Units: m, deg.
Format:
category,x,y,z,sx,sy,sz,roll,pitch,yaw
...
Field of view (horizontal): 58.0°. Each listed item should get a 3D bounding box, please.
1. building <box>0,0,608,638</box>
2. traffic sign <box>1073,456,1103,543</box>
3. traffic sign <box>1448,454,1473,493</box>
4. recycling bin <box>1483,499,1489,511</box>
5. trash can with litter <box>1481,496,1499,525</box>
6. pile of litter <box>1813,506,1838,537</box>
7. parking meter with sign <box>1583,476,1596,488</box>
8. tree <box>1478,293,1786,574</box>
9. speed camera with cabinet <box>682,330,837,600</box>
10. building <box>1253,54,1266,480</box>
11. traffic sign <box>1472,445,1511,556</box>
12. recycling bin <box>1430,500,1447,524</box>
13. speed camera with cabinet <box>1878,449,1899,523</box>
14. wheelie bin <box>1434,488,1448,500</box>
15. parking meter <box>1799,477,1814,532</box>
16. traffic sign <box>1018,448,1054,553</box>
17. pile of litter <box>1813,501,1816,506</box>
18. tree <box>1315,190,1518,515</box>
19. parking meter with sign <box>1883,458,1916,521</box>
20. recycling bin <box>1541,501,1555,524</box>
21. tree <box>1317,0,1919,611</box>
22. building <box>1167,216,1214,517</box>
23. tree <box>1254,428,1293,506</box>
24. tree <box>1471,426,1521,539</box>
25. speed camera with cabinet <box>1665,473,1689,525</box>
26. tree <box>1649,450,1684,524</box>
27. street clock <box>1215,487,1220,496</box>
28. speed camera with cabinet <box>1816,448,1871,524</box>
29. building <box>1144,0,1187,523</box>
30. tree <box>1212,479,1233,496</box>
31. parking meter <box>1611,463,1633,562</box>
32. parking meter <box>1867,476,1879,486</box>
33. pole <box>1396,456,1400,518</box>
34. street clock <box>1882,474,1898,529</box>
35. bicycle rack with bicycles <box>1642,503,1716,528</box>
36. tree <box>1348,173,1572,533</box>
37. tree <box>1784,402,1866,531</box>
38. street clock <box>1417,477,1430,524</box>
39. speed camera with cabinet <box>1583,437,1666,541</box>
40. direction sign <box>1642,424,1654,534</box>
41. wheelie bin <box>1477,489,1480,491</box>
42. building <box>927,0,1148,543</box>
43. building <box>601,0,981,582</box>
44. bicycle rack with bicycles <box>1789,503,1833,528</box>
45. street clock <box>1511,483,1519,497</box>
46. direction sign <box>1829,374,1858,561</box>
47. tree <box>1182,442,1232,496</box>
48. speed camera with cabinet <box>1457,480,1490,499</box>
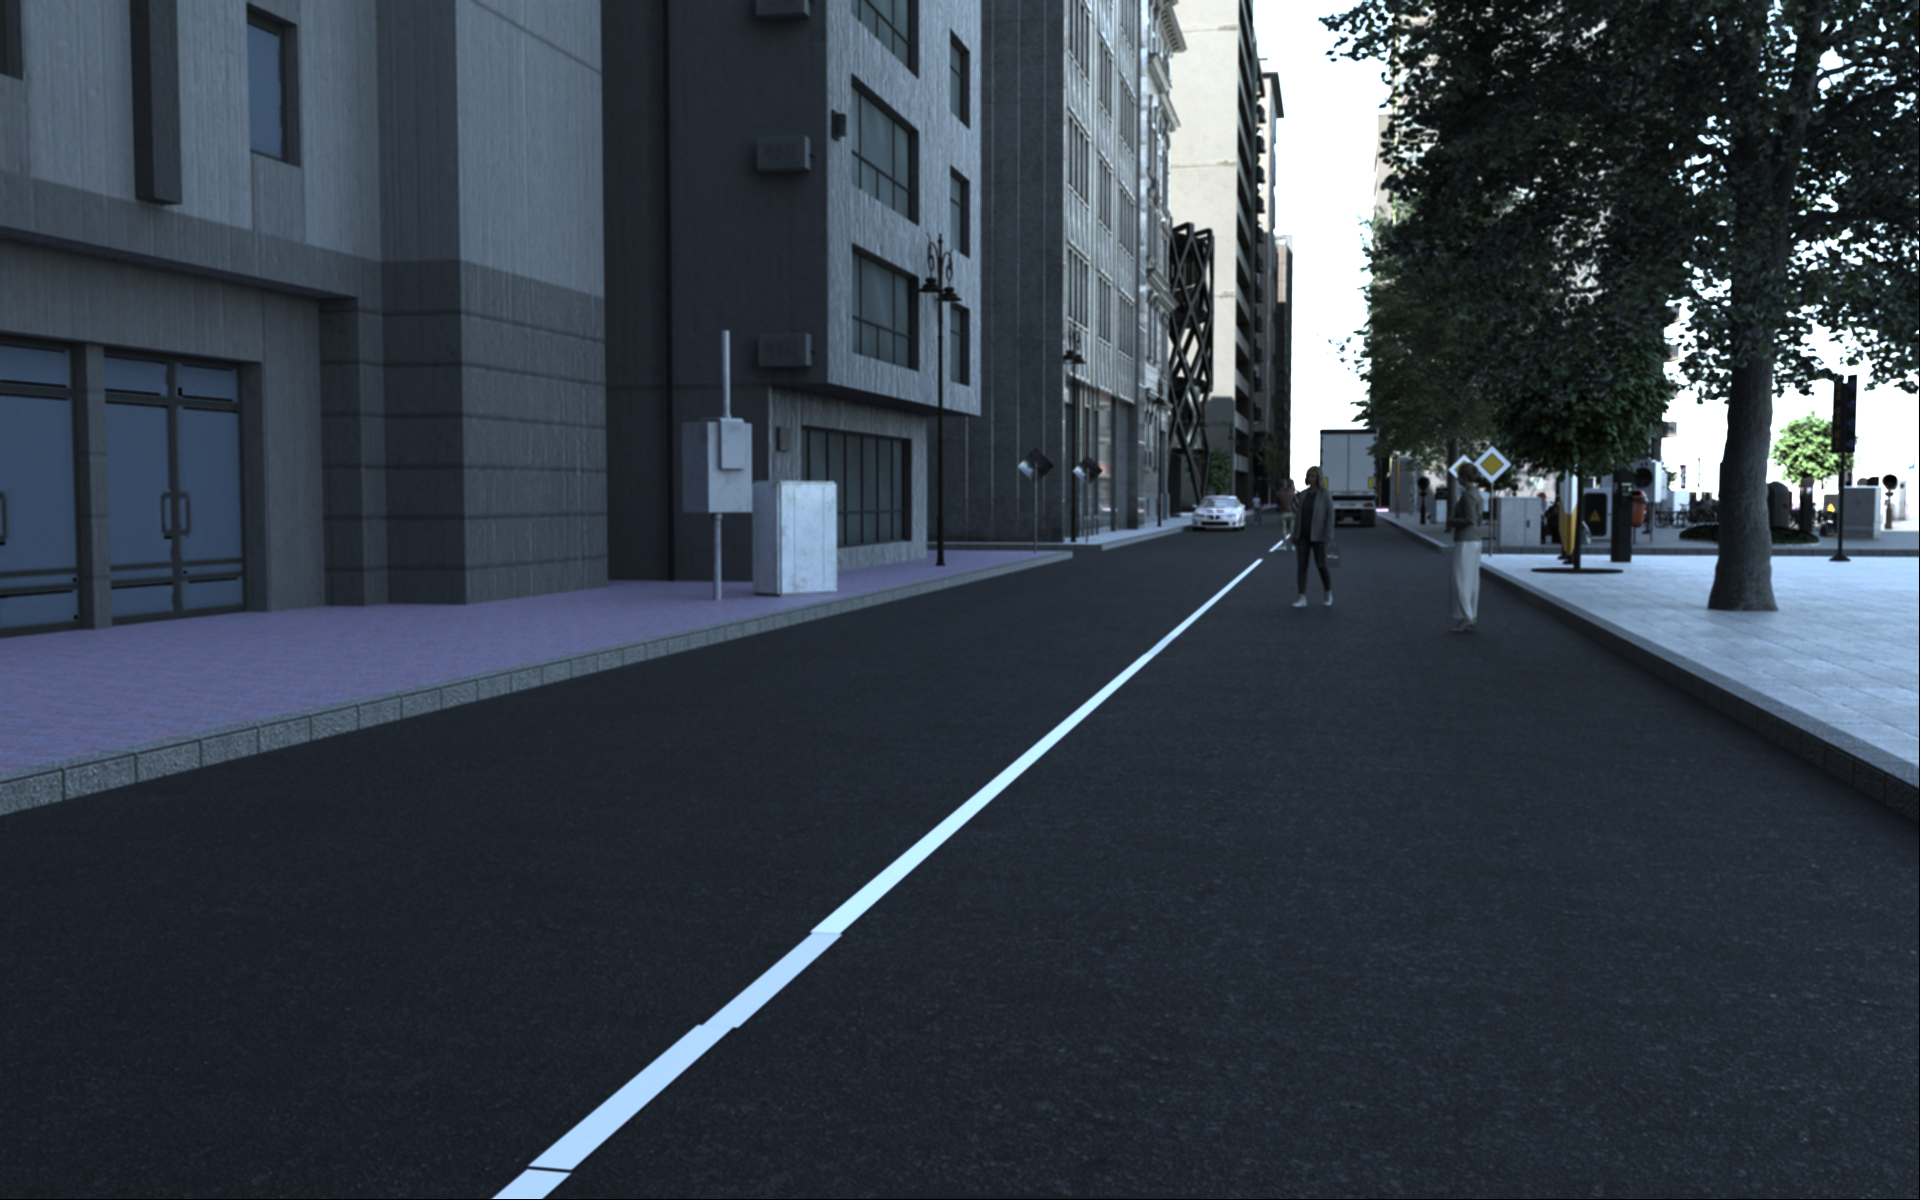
category,x,y,z,sx,sy,sz,roll,pitch,yaw
building,-18.098,-28.670,10.755,21.231,58.520,28.212,1,4,12
traffic sign,3.338,-2.555,45.420,0.795,2.450,0.064,1,4,12
traffic sign,12.611,-2.431,43.386,0.795,2.450,0.064,1,4,12
recycling bin,27.086,-4.661,88.757,0.722,1.027,0.722,0,4,3
trash can with litter,21.777,-3.716,71.822,2.233,1.210,1.678,1,4,12
pile of litter,26.649,-2.331,52.085,1.719,0.858,1.176,0,4,4
parking meter with sign,27.187,-4.825,75.153,1.738,3.016,0.543,2,4,31
tree,10.130,-2.738,28.479,4.285,4.588,4.351,0,3,0
speed camera with cabinet,-2.487,-1.672,21.670,2.038,3.252,0.660,-3,5,-45
building,18.581,-31.606,171.380,22.147,44.769,28.867,1,4,12
traffic sign,10.911,-1.954,35.583,0.795,2.450,0.064,1,4,12
recycling bin,20.929,-3.843,75.385,0.722,1.027,0.722,0,4,-6
speed camera with cabinet,40.373,-5.009,76.231,2.038,3.252,0.660,-2,4,-25
wheelie bin,24.950,-4.998,89.627,0.980,1.594,0.693,2,4,34
parking meter,28.552,-3.226,58.450,0.399,1.863,0.255,-1,4,-9
traffic sign,1.638,-2.078,37.617,0.795,2.450,0.064,1,4,12
pile of litter,53.336,-5.718,107.450,1.719,0.858,1.176,-2,4,-27
tree,28.013,-15.216,104.677,12.611,20.169,13.585,0,3,0
parking meter with sign,45.535,-5.369,84.048,1.738,3.016,0.543,-2,4,-29
recycling bin,21.091,-3.068,62.722,0.722,1.027,0.722,-3,5,-44
tree,8.813,-6.866,18.914,9.857,13.997,8.962,0,3,0
building,5.648,-14.058,97.294,16.820,18.784,16.811,1,4,12
tree,34.933,-14.894,193.879,4.737,8.622,4.395,0,3,0
tree,15.112,-3.350,49.371,1.663,3.219,1.824,0,3,0
speed camera with cabinet,29.664,-4.787,72.599,2.038,3.252,0.660,-2,4,-28
tree,30.650,-4.972,75.893,1.663,3.219,1.824,0,3,0
street clock,16.563,-6.534,111.402,0.358,2.002,0.471,1,4,13
speed camera with cabinet,38.290,-4.936,75.039,2.038,3.252,0.660,1,4,13
building,2.147,-17.722,77.140,14.401,28.519,23.554,1,4,12
tree,17.777,-7.549,118.022,1.663,3.219,1.824,0,3,0
parking meter,12.493,-1.650,32.683,0.255,1.863,0.399,0,4,-3
parking meter,29.868,-3.118,56.698,0.255,1.863,0.399,0,4,5
pole,23.350,-6.024,92.343,0.158,3.312,0.155,0,3,0
street clock,33.771,-3.571,62.954,0.471,2.002,0.358,1,4,12
bicycle rack with bicycles,27.488,-3.217,65.981,2.852,0.926,2.925,-2,4,-27
tree,16.792,-8.506,57.203,7.486,12.596,7.792,0,3,0
tree,29.956,-4.735,61.131,4.285,4.588,4.351,0,3,0
street clock,19.640,-4.212,73.431,0.471,2.002,0.358,0,4,4
speed camera with cabinet,18.074,-3.248,47.433,2.038,3.252,0.660,3,4,38
direction sign,22.312,-3.919,56.079,0.379,3.537,0.876,1,4,8
wheelie bin,33.972,-6.521,114.521,0.980,1.594,0.693,0,4,6
building,-1.074,-14.535,55.666,12.078,24.808,19.932,1,4,12
building,-7.167,-15.939,32.300,14.107,30.474,14.160,1,4,12
bicycle rack with bicycles,35.135,-3.601,72.263,2.852,0.926,2.925,1,4,22
street clock,36.516,-6.700,114.111,0.471,2.002,0.358,0,4,0
direction sign,16.854,-2.512,33.072,0.379,3.537,0.876,0,4,1
tree,15.384,-7.557,107.266,4.285,4.588,4.351,0,3,0
speed camera with cabinet,27.464,-6.014,92.662,2.038,3.252,0.660,1,4,16
